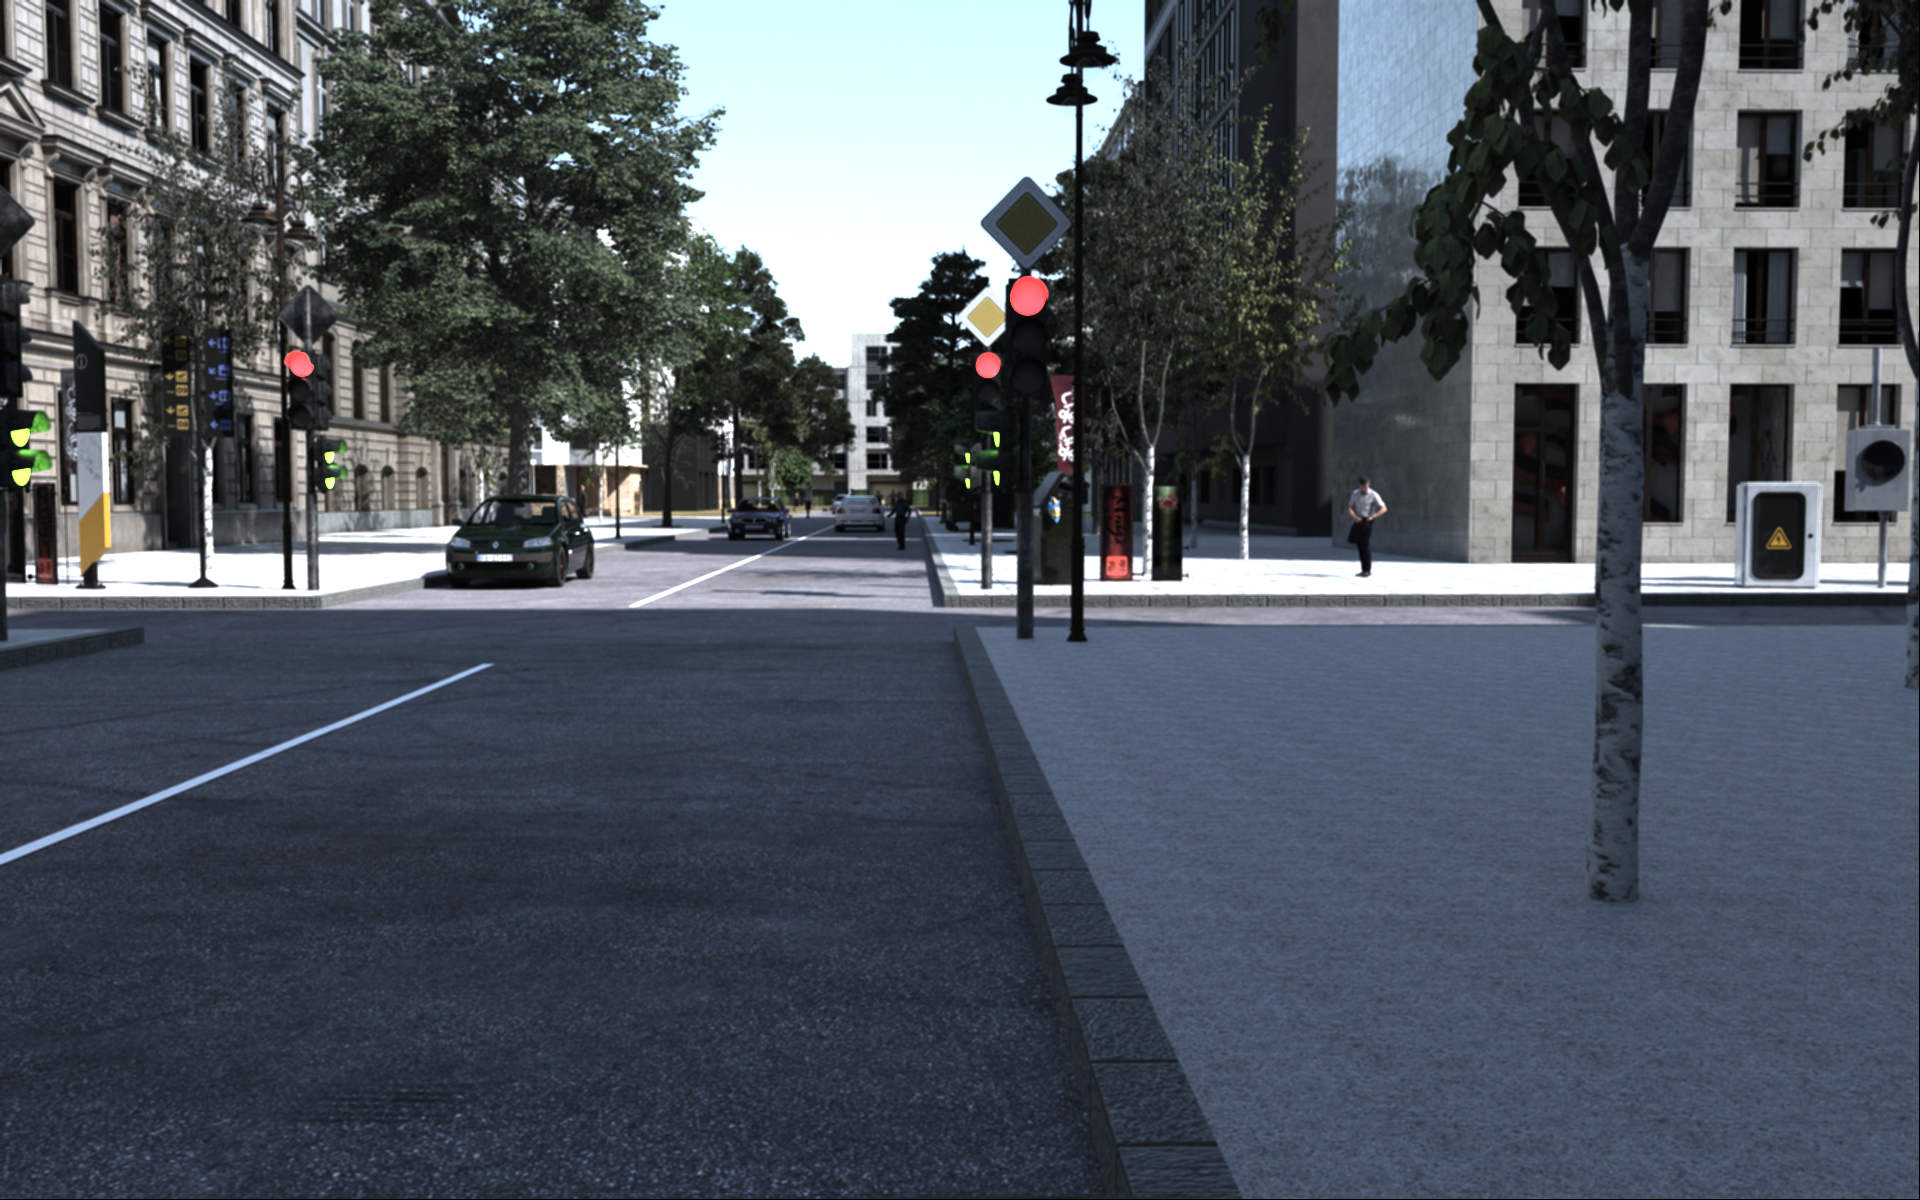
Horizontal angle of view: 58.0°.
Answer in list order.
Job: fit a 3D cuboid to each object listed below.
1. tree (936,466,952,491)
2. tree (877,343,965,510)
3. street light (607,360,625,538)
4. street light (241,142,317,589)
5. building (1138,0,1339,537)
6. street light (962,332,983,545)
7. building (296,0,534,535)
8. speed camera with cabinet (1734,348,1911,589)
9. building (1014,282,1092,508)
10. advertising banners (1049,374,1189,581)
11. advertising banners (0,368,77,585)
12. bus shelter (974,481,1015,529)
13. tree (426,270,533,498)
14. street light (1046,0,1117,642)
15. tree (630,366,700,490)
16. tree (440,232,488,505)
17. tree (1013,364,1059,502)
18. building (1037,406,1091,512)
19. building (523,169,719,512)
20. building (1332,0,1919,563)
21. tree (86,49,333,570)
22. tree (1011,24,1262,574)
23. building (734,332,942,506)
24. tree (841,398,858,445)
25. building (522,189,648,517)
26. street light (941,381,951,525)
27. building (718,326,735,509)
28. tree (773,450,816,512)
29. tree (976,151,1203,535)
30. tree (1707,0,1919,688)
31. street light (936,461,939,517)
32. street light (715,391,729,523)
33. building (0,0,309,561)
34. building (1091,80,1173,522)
[{"bbox_3d":[-0.318,-6.518,101.178,1.663,3.219,1.824,0,3,0],"label":"tree"},{"bbox_3d":[-1.870,-14.330,140.954,9.857,13.997,8.962,0,3,0],"label":"tree"},{"bbox_3d":[-9.906,-4.722,49.991,0.468,5.910,1.993,0,4,-2],"label":"street light"},{"bbox_3d":[-9.079,-3.086,23.242,0.468,5.910,1.993,0,4,-2],"label":"street light"},{"bbox_3d":[15.041,-16.471,62.813,14.314,27.812,24.014,0,4,-2],"label":"building"},{"bbox_3d":[0.305,-4.328,43.556,0.468,5.910,1.993,0,4,-2],"label":"street light"},{"bbox_3d":[-25.811,-15.177,67.235,14.460,24.649,34.723,0,4,-2],"label":"building"},{"bbox_3d":[11.701,-1.785,23.518,2.038,3.252,0.660,1,4,14],"label":"speed camera with cabinet"},{"bbox_3d":[13.725,-17.436,151.537,16.747,18.905,31.486,0,4,-2],"label":"building"},{"bbox_3d":[2.329,-1.785,25.375,2.074,3.025,0.090,0,4,-5],"label":"advertising banners"},{"bbox_3d":[-12.995,-1.733,24.526,2.074,3.025,0.090,2,4,30],"label":"advertising banners"},{"bbox_3d":[1.158,-4.617,66.765,1.731,3.624,6.357,0,4,-2],"label":"bus shelter"},{"bbox_3d":[-15.408,-6.472,56.175,4.360,8.622,3.978,0,3,0],"label":"tree"},{"bbox_3d":[1.023,-2.578,14.937,0.468,5.910,1.993,0,4,-2],"label":"street light"},{"bbox_3d":[-16.329,-8.907,95.999,4.360,8.622,3.978,0,3,0],"label":"tree"},{"bbox_3d":[-13.467,-6.054,49.349,4.737,8.622,4.395,0,3,0],"label":"tree"},{"bbox_3d":[3.094,-9.684,92.738,7.601,10.594,8.767,0,4,7],"label":"tree"},{"bbox_3d":[10.786,-11.001,122.005,9.099,9.664,28.070,0,4,-2],"label":"building"},{"bbox_3d":[-33.340,-17.210,125.352,27.936,21.610,32.646,0,4,-2],"label":"building"},{"bbox_3d":[17.631,-11.129,36.711,16.860,20.320,10.420,0,4,-2],"label":"building"},{"bbox_3d":[-12.750,-4.823,29.217,4.360,8.622,3.978,0,3,0],"label":"tree"},{"bbox_3d":[2.965,-4.737,27.814,4.360,8.622,3.978,0,3,0],"label":"tree"},{"bbox_3d":[-12.179,-20.289,198.179,31.486,18.905,16.747,0,4,-2],"label":"building"},{"bbox_3d":[-13.206,-15.028,153.126,7.806,13.903,7.818,0,3,0],"label":"tree"},{"bbox_3d":[-27.383,-15.117,103.581,16.016,20.091,11.380,0,4,-2],"label":"building"},{"bbox_3d":[-0.523,-5.997,70.841,0.468,5.910,1.993,0,4,-2],"label":"street light"},{"bbox_3d":[-26.663,-18.501,158.919,11.380,20.091,16.016,0,4,-2],"label":"building"},{"bbox_3d":[-11.922,-8.585,124.080,4.285,4.588,4.351,0,3,0],"label":"tree"},{"bbox_3d":[4.312,-8.092,54.362,6.751,12.117,7.091,0,3,0],"label":"tree"},{"bbox_3d":[6.582,-3.717,11.143,4.360,8.622,3.978,0,3,0],"label":"tree"},{"bbox_3d":[-1.259,-7.655,97.950,0.468,5.910,1.993,0,4,-2],"label":"street light"},{"bbox_3d":[-10.518,-6.358,76.746,0.468,5.910,1.993,0,4,-2],"label":"street light"},{"bbox_3d":[-22.839,-10.695,39.485,10.561,19.102,19.286,0,4,-2],"label":"building"},{"bbox_3d":[13.634,-14.994,86.954,13.314,21.916,24.055,0,4,-2],"label":"building"}]
